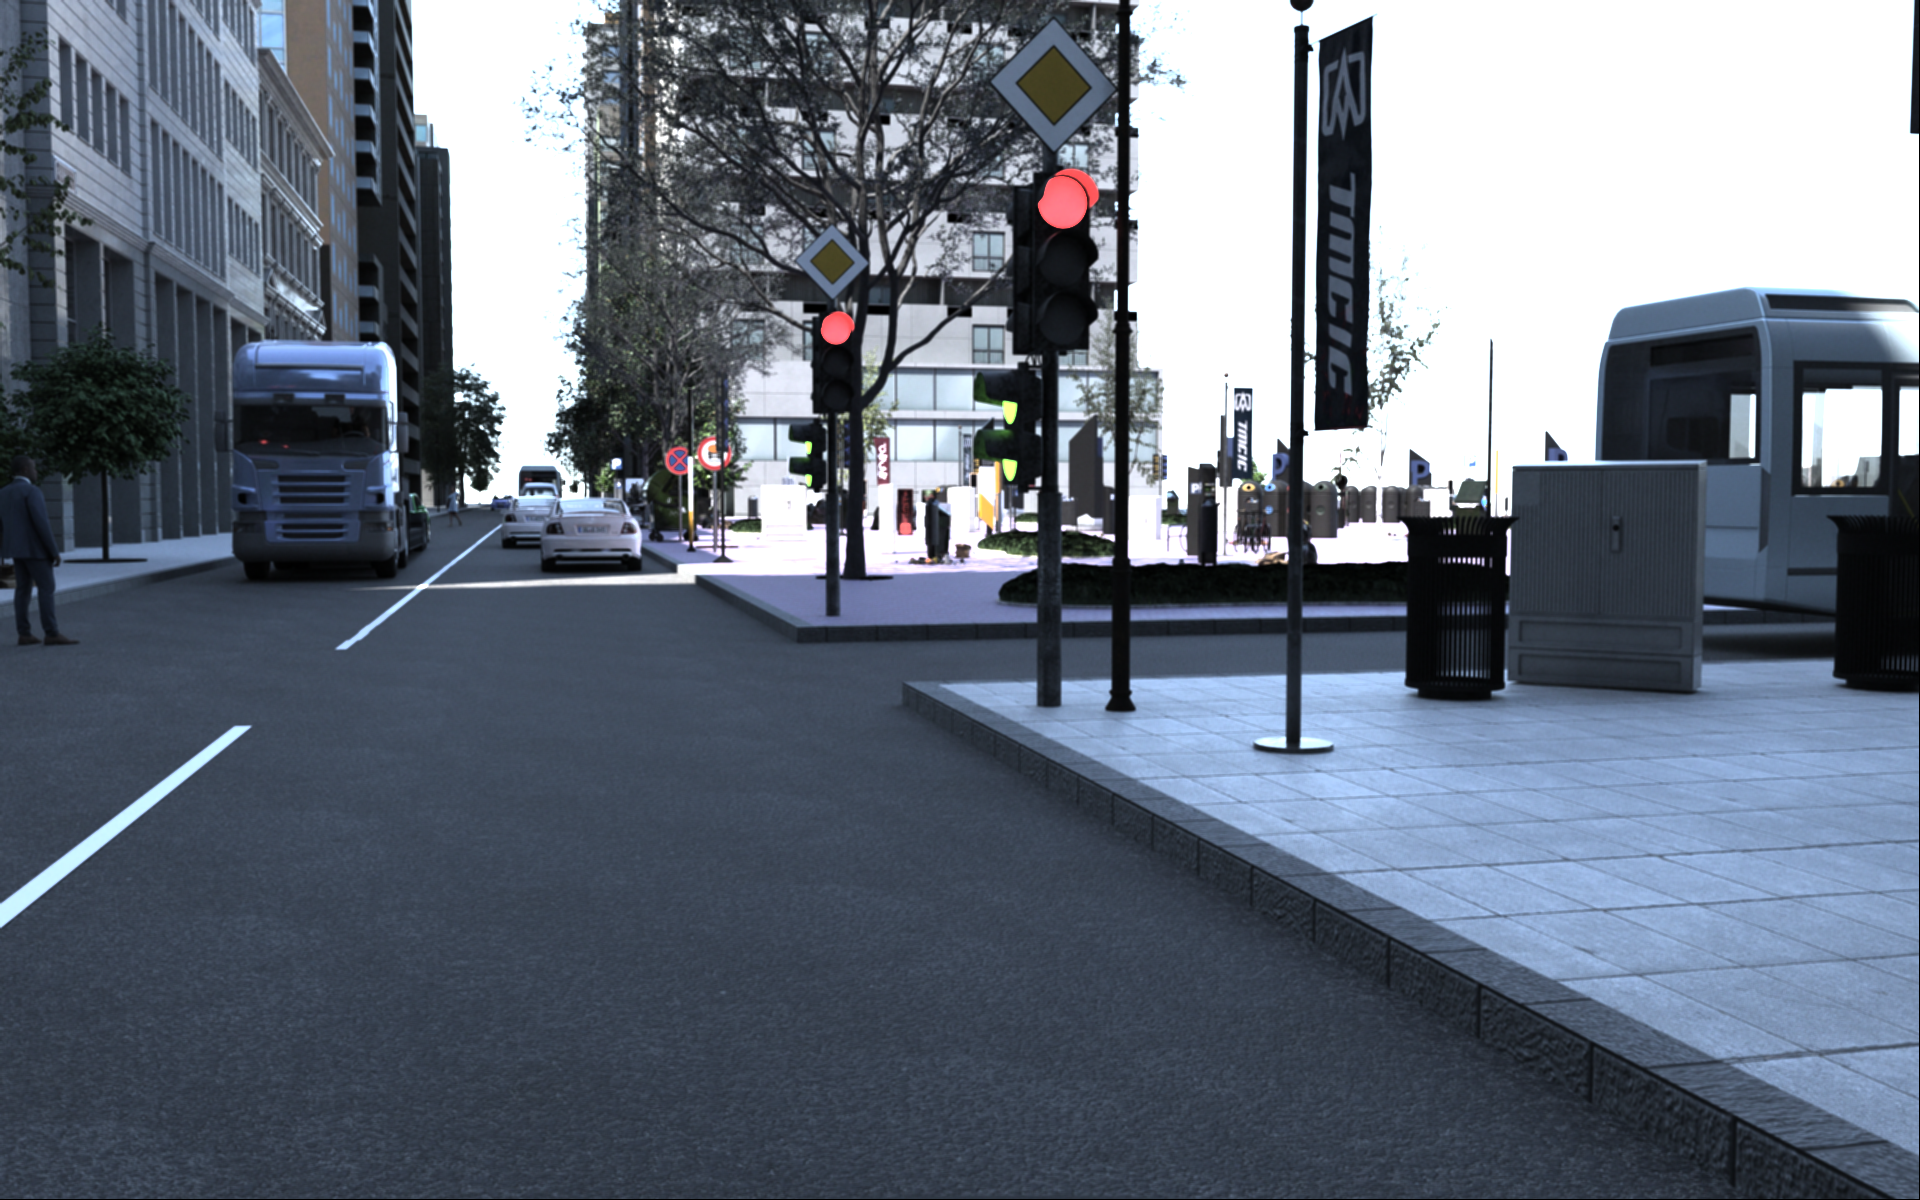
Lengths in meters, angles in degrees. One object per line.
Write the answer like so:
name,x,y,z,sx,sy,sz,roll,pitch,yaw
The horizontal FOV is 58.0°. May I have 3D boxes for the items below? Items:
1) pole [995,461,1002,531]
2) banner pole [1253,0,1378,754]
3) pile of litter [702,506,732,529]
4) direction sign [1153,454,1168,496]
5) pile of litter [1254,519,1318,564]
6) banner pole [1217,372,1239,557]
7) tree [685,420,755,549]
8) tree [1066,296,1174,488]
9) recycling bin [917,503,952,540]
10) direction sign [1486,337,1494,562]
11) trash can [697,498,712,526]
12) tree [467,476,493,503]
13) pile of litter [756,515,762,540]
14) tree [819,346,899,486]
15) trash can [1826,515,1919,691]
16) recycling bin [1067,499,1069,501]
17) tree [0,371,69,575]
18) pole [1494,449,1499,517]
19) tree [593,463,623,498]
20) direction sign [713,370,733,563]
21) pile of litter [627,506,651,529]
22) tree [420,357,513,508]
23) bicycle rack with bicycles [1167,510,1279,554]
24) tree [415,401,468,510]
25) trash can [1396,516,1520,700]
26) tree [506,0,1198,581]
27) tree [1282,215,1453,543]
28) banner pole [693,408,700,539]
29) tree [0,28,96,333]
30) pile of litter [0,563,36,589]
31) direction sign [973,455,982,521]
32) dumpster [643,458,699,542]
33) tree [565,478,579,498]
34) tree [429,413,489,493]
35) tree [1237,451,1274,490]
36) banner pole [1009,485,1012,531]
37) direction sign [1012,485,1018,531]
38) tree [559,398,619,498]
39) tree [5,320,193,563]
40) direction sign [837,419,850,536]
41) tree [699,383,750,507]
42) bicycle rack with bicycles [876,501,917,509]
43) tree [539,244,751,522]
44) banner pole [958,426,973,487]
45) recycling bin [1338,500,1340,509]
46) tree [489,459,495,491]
pole,1.276,-3.906,57.710,0.158,3.312,0.155,0,3,0
banner pole,1.760,-1.125,8.408,0.401,3.779,0.863,-1,4,-20
pile of litter,-8.876,-3.070,64.161,1.176,0.858,1.719,3,5,41
direction sign,11.412,-6.526,98.701,0.876,3.537,0.379,0,4,-6
pile of litter,5.615,-0.979,29.972,1.176,0.858,1.719,3,4,38
banner pole,5.672,-2.791,35.644,0.863,3.779,0.401,-1,4,-19
tree,-5.675,-2.855,41.280,1.663,3.219,1.824,0,3,0
tree,5.984,-6.947,63.944,4.360,8.622,3.978,0,3,0
recycling bin,-0.723,-2.209,48.663,0.722,1.027,0.722,3,5,43
direction sign,7.797,-2.049,25.506,0.379,3.537,0.876,1,4,19
trash can,-10.354,-3.570,70.023,0.748,1.137,0.748,0,3,0
tree,-67.369,-15.879,243.328,4.285,4.588,4.351,0,3,0
pile of litter,-5.127,-2.122,48.654,1.176,0.858,1.719,-1,4,-13
tree,-4.966,-8.338,86.696,4.737,8.622,4.395,0,3,0
trash can,6.128,0.013,11.449,0.748,1.137,0.748,0,3,0
recycling bin,5.390,-4.508,86.261,0.722,1.027,0.722,-3,4,-39
tree,-15.042,-1.989,27.116,1.663,3.219,1.824,0,3,0
pole,24.533,-5.218,79.161,0.158,3.312,0.155,0,3,0
tree,-19.407,-6.207,96.091,1.663,3.219,1.824,0,3,0
direction sign,-4.417,-2.459,32.200,0.379,3.537,0.876,0,4,6
pile of litter,-11.958,-3.060,64.000,1.176,0.858,1.719,-1,4,-18
tree,-46.332,-15.521,160.420,9.857,13.997,8.962,0,3,0
bicycle rack with bicycles,5.957,-1.538,38.534,2.852,0.926,2.925,2,4,29
tree,-40.847,-11.438,137.378,4.360,8.622,3.978,0,3,0
trash can,3.142,0.042,10.972,0.748,1.137,0.748,0,3,0
tree,-1.475,-7.062,25.830,12.009,13.543,11.850,0,3,0
tree,10.930,-5.836,45.788,4.360,8.622,3.978,0,3,0
banner pole,-7.722,-3.677,50.140,0.401,3.779,0.863,0,4,-5
tree,-12.507,-4.253,19.897,4.737,8.622,4.395,0,3,0
pile of litter,-13.296,-0.618,24.067,1.176,0.858,1.719,0,4,-7
direction sign,1.030,-5.546,82.679,0.876,3.537,0.379,1,4,22
dumpster,-7.815,-2.728,47.104,1.502,2.255,1.985,-1,4,-13
tree,-43.149,-12.188,193.872,1.663,3.219,1.824,0,3,0
tree,-44.011,-12.273,151.018,4.737,8.622,4.395,0,3,0
tree,13.200,-5.090,77.820,1.663,3.219,1.824,0,3,0
banner pole,1.515,-3.296,43.905,0.863,3.779,0.401,0,4,-5
direction sign,1.859,-4.082,58.734,0.379,3.537,0.876,-2,4,-24
tree,-26.921,-10.739,125.938,4.360,8.622,3.978,0,3,0
tree,-16.303,-2.998,32.729,4.285,4.588,4.351,0,3,0
direction sign,-3.595,-3.710,52.656,0.379,3.537,0.876,3,5,41
tree,-12.747,-8.379,87.365,4.360,8.622,3.978,0,3,0
bicycle rack with bicycles,-3.301,-4.765,91.290,2.925,0.926,2.852,-3,5,-43
tree,-14.237,-9.872,78.422,9.611,12.733,9.660,0,3,0
banner pole,0.164,-4.496,63.518,0.401,3.779,0.863,3,5,44
recycling bin,17.016,-4.086,79.364,0.722,1.027,0.722,-2,4,-34
tree,-59.056,-16.056,212.878,4.737,8.622,4.395,0,3,0
